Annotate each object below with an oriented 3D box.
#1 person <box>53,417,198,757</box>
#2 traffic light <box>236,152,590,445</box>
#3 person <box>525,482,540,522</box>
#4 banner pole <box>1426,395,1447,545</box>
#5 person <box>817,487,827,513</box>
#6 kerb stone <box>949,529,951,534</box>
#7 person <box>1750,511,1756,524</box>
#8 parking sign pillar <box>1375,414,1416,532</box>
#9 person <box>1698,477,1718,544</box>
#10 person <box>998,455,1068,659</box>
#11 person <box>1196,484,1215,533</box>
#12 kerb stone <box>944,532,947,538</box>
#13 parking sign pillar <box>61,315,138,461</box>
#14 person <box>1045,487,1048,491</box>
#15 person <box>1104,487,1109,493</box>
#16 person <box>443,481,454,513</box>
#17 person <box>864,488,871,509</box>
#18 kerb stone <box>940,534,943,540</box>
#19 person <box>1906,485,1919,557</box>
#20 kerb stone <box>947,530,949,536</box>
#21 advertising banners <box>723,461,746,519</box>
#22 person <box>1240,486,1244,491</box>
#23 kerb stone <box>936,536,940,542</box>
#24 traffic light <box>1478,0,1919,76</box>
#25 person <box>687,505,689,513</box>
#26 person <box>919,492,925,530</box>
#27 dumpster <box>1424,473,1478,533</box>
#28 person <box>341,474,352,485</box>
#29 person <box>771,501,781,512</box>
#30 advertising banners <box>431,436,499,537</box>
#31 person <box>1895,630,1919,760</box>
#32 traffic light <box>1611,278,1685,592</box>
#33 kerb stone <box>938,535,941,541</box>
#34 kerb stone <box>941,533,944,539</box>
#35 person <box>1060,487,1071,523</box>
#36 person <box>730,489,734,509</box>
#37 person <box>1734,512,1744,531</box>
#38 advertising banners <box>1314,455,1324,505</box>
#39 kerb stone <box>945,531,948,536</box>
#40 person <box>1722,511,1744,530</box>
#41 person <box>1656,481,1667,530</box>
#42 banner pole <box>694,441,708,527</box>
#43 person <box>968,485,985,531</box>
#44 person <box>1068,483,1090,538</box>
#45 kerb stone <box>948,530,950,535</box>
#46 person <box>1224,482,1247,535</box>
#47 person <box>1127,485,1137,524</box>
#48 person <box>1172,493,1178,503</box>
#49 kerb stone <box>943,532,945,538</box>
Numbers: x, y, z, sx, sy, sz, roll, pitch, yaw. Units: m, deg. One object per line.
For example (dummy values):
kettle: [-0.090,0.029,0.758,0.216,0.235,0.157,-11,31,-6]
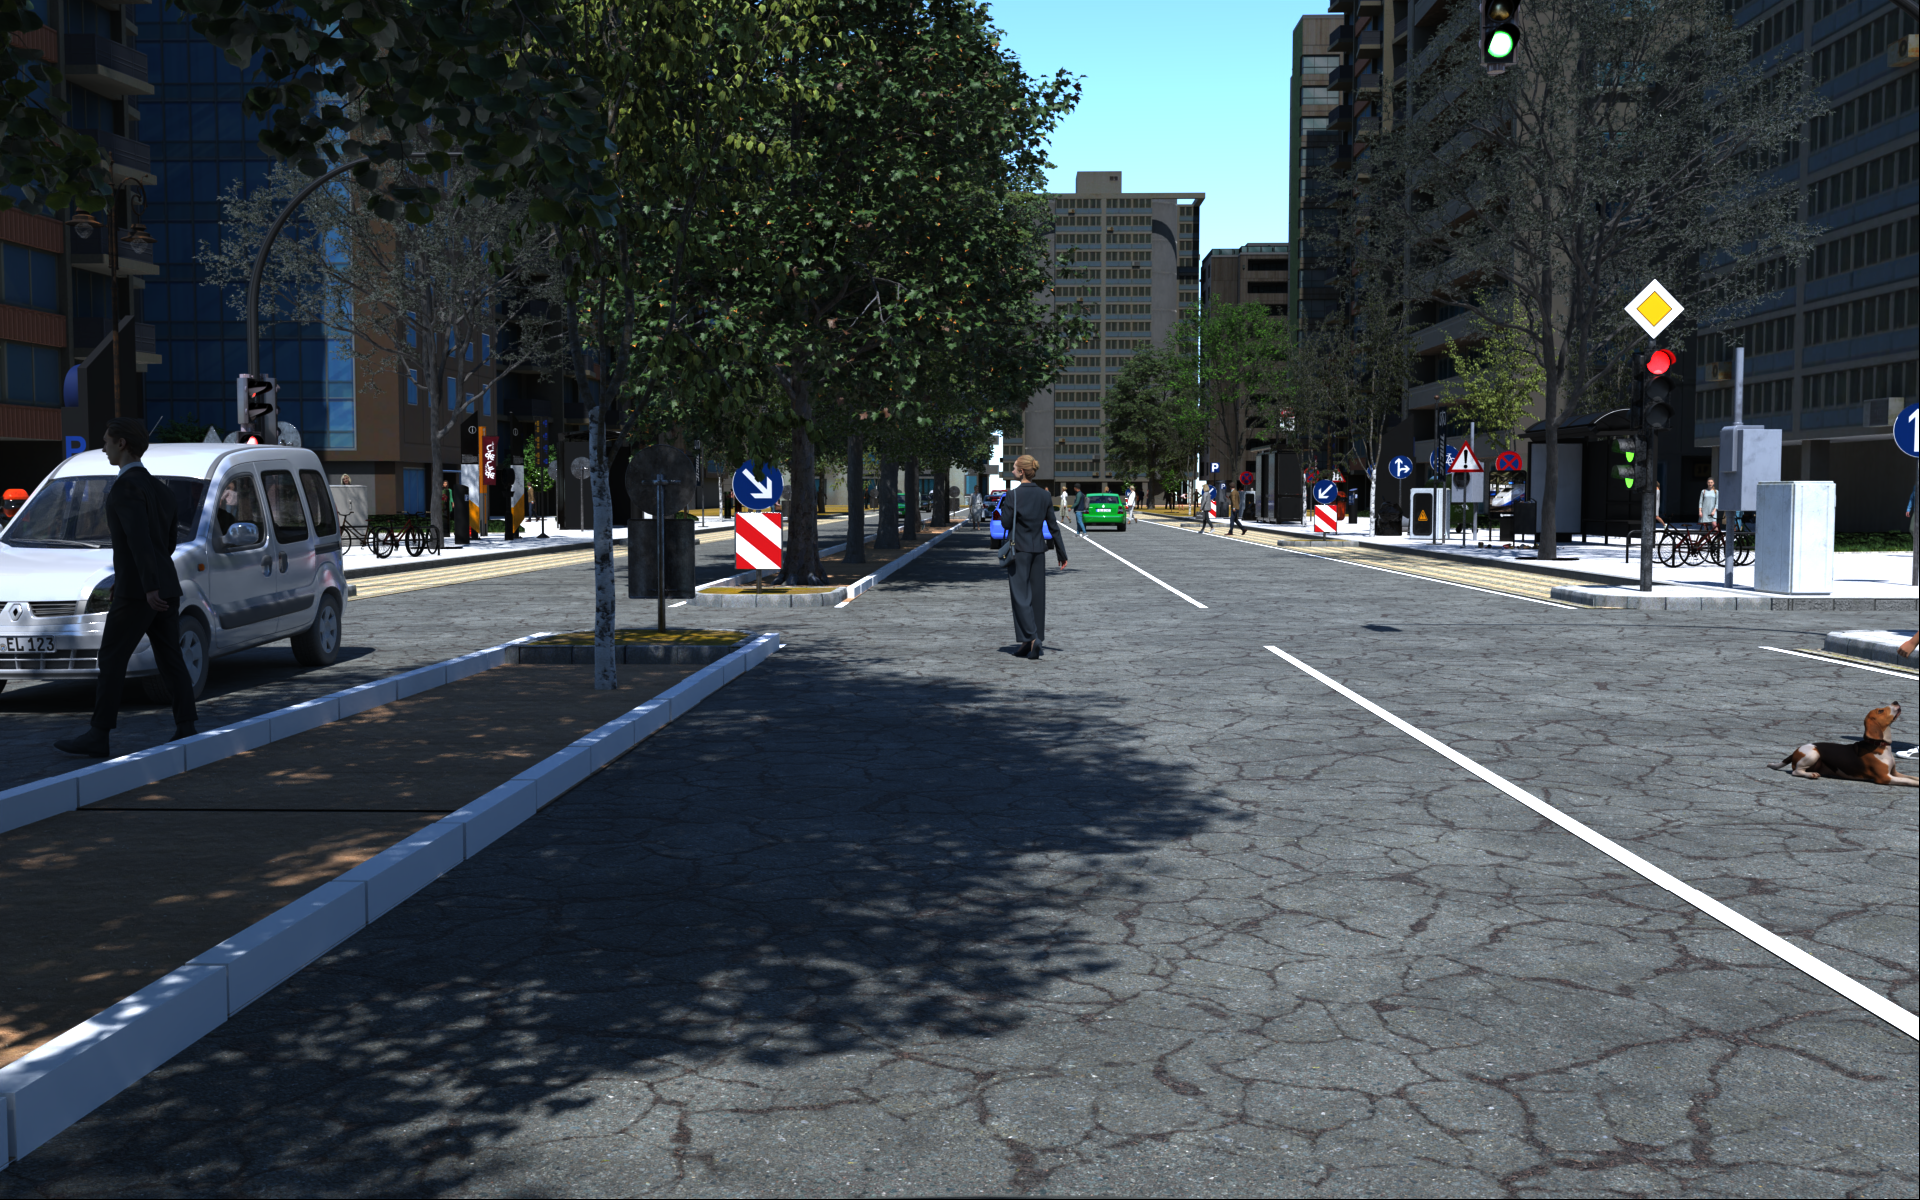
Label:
person: [-4.556,-0.073,9.479,0.755,1.850,0.659,0,4,2]
traffic light: [-7.341,-2.969,23.209,4.771,5.953,1.251,0,4,2]
person: [-19.726,-4.515,79.779,0.656,1.842,0.836,3,5,44]
banner pole: [12.073,-3.279,43.632,0.401,3.779,0.863,0,4,-8]
person: [-9.717,-6.966,119.940,1.348,1.824,0.705,-3,4,-38]
kerb stone: [-0.464,-2.255,59.064,0.120,0.150,1.000,0,4,2]
person: [34.481,-4.243,75.283,0.748,1.841,0.638,-2,4,-31]
parking sign pillar: [14.816,-4.309,58.928,1.447,3.967,1.447,2,4,35]
person: [18.926,-2.243,43.717,0.512,1.701,0.522,2,4,27]
person: [0.634,-0.381,15.156,0.534,1.772,0.576,3,5,40]
person: [8.957,-3.330,63.134,0.728,1.800,0.709,2,4,30]
kerb stone: [-0.580,-1.997,54.955,0.120,0.150,1.000,0,4,2]
parking sign pillar: [-12.692,-2.270,25.593,1.447,3.967,1.447,0,4,5]
person: [4.851,-5.385,96.648,0.850,1.850,0.679,-2,4,-30]
person: [7.196,-4.730,86.049,0.699,1.804,1.509,1,4,15]
person: [-19.618,-3.659,66.109,0.600,1.795,0.529,-1,4,-15]
person: [-7.925,-8.647,147.451,0.705,1.821,1.348,1,4,21]
kerb stone: [-0.673,-1.815,51.879,0.120,0.150,1.000,0,4,2]
person: [19.549,-1.758,35.127,0.444,1.785,0.601,-2,4,-24]
kerb stone: [-0.523,-2.125,57.003,0.120,0.150,1.000,0,4,2]
advertising banners: [-11.616,-5.766,90.465,0.090,3.025,2.074,3,4,39]
person: [16.550,-5.775,101.178,0.721,1.736,1.217,-2,4,-33]
kerb stone: [-0.730,-1.690,49.822,0.120,0.150,1.000,0,4,2]
traffic light: [6.691,-2.445,14.649,4.771,5.953,1.251,0,4,2]
person: [-18.367,-6.536,116.132,0.599,1.433,0.991,3,4,36]
person: [-1.667,-3.688,69.288,0.515,1.767,0.782,0,4,-3]
dumpster: [16.041,-3.298,56.418,1.502,2.255,1.985,0,4,2]
person: [-15.743,-2.348,44.620,0.537,1.800,0.526,-1,4,-23]
person: [-7.914,-3.927,73.301,0.643,1.750,0.593,-2,4,-30]
advertising banners: [-14.716,-3.388,51.584,2.074,3.025,0.090,-2,4,-33]
person: [5.332,0.216,9.219,0.590,1.304,0.306,3,4,36]
traffic light: [9.020,-2.067,22.710,0.839,4.253,0.868,0,4,2]
kerb stone: [-0.706,-1.752,50.844,0.120,0.150,1.000,0,4,2]
kerb stone: [-0.643,-1.878,52.908,0.120,0.150,1.000,0,4,2]
person: [5.151,-4.643,84.638,0.641,1.798,0.478,2,4,35]
person: [-19.673,-8.676,148.612,0.721,1.736,1.217,-2,4,-33]
person: [25.469,-3.088,56.631,0.616,1.811,0.778,0,4,-1]
advertising banners: [16.275,-5.031,78.451,0.090,3.025,2.074,2,4,25]
kerb stone: [-0.552,-2.065,55.981,0.120,0.150,1.000,0,4,2]
person: [23.482,-2.836,52.390,0.794,1.824,0.713,0,4,0]
person: [23.242,-3.121,57.815,0.760,1.731,0.466,-1,4,-14]
banner pole: [-10.016,-4.687,66.647,0.401,3.779,0.863,1,4,22]
person: [0.670,-3.627,68.159,0.694,1.780,0.624,1,4,9]
person: [3.929,-2.959,57.227,0.721,1.781,0.623,0,4,3]
kerb stone: [-0.490,-2.192,58.033,0.120,0.150,1.000,0,4,2]
person: [9.531,-3.151,59.934,0.836,1.842,0.656,0,4,-7]
person: [8.224,-4.534,82.514,0.818,1.842,0.514,-3,4,-38]
person: [19.226,-9.199,156.446,1.348,1.824,0.705,-2,4,-32]
kerb stone: [-0.612,-1.937,53.934,0.120,0.150,1.000,0,4,2]
